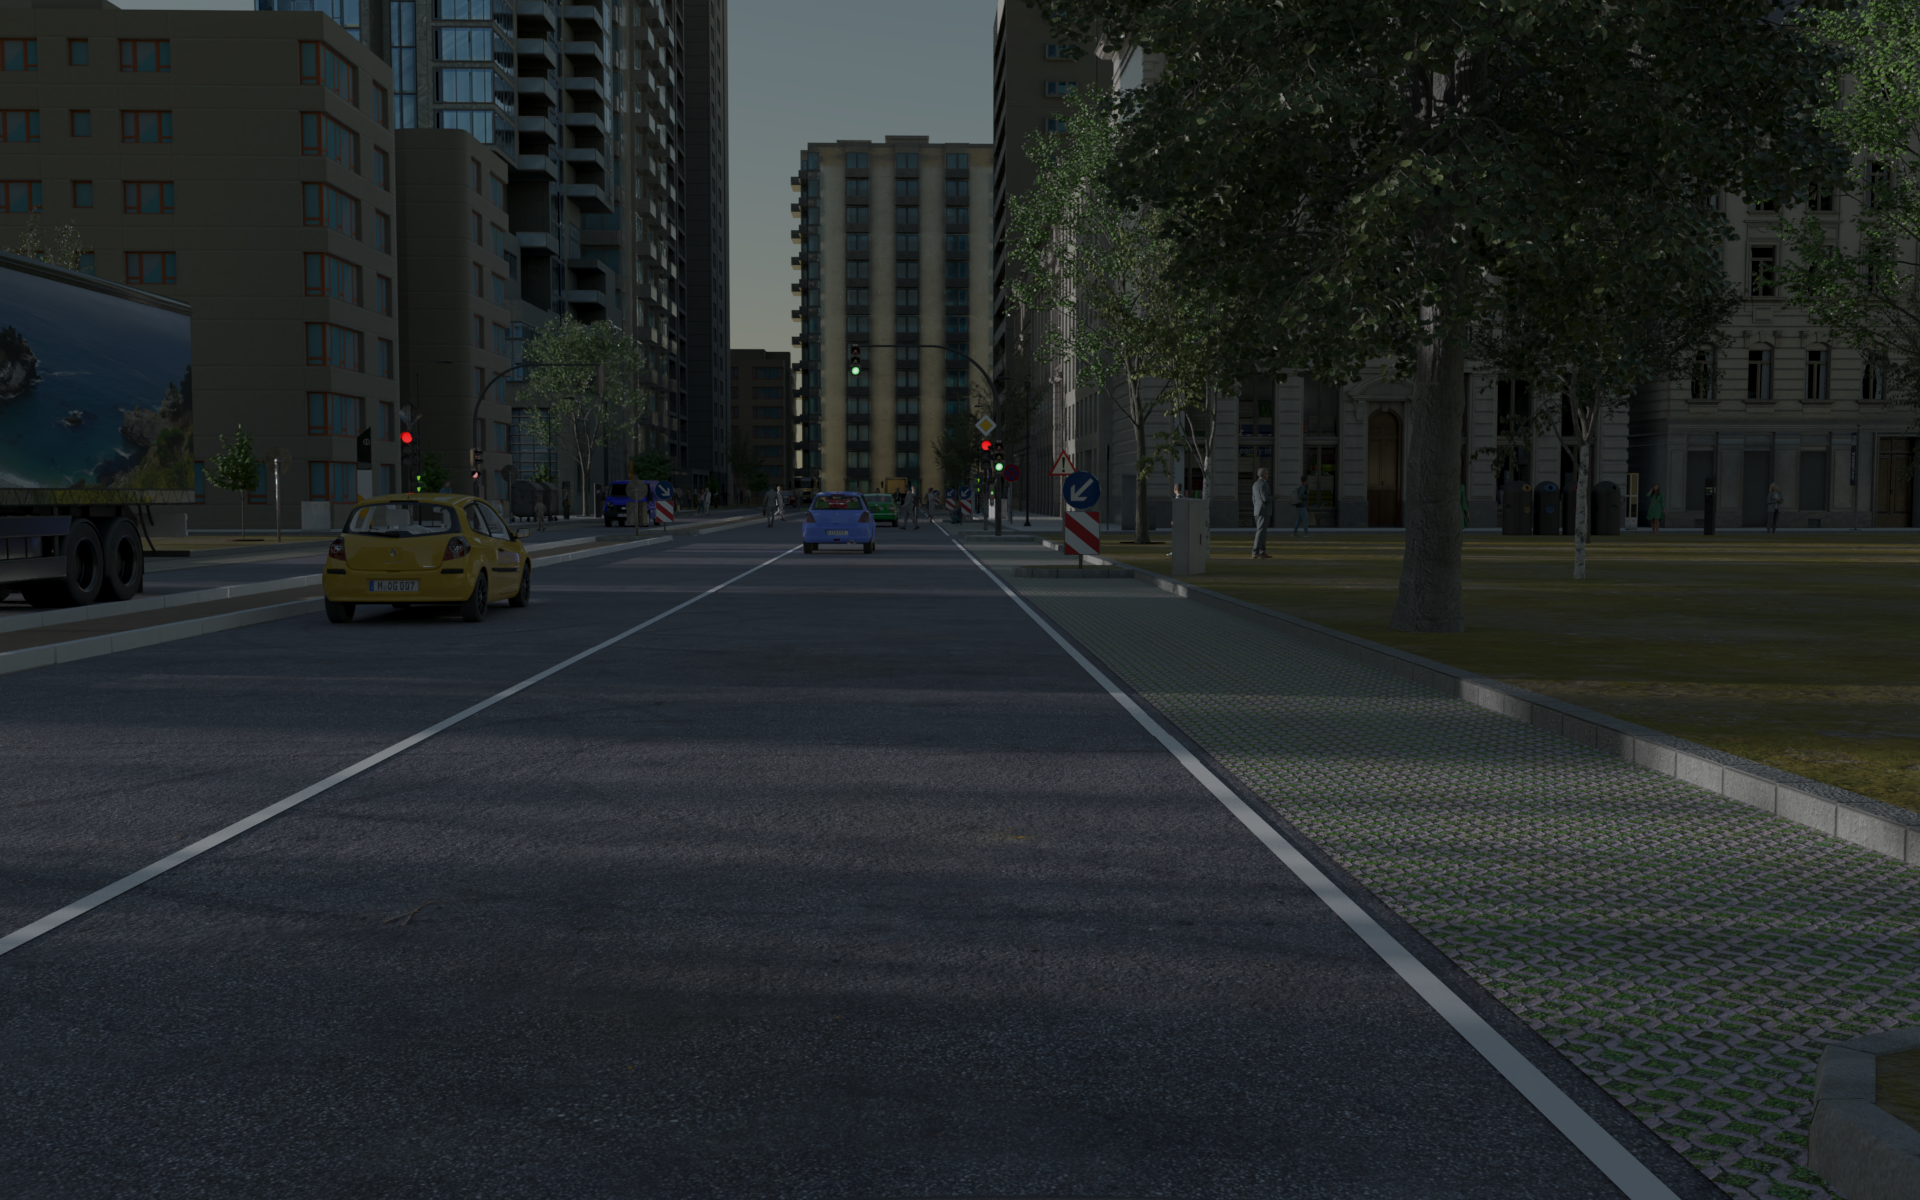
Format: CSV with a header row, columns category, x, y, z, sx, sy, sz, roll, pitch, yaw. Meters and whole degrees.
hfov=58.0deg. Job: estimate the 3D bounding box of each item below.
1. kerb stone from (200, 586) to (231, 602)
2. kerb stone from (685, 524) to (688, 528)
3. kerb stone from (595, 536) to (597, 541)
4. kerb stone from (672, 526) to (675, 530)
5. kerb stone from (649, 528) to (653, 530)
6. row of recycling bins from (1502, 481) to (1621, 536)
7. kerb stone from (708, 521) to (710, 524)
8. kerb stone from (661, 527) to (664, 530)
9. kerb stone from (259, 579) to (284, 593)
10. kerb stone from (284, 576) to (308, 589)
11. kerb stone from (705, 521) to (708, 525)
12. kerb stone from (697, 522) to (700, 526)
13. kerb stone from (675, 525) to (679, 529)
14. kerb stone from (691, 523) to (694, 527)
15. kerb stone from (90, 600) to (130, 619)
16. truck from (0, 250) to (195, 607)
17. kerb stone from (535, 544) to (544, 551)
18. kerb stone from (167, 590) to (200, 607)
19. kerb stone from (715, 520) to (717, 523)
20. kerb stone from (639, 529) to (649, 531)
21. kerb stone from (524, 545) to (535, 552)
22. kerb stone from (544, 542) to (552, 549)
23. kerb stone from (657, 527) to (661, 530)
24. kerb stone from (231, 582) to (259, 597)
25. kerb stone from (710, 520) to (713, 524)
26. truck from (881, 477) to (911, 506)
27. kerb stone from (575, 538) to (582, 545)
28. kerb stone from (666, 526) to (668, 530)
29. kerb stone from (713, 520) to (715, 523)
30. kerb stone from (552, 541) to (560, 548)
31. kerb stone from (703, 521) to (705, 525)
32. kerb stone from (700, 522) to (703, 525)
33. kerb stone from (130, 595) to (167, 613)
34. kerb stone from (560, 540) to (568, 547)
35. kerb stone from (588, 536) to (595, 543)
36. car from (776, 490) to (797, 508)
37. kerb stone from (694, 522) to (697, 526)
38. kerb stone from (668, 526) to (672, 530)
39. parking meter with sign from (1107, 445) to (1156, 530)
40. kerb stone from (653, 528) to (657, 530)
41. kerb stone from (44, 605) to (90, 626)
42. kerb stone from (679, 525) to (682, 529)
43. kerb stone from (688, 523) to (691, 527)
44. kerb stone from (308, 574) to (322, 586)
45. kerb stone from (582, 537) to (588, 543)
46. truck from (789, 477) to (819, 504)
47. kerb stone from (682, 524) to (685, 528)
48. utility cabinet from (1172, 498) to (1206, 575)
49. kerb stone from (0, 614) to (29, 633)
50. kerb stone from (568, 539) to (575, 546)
category,x,y,z,sx,sy,sz,roll,pitch,yaw
kerb stone,-10.073,-0.063,23.225,0.120,0.150,1.000,0,4,-2
kerb stone,-11.677,-3.106,72.980,0.120,0.150,1.000,0,4,-2
kerb stone,-10.997,-1.817,51.910,0.120,0.150,1.000,0,4,-2
kerb stone,-11.544,-2.855,68.876,0.120,0.150,1.000,0,4,-2
kerb stone,-11.349,-2.475,62.731,0.120,0.150,1.000,0,4,-2
row of recycling bins,18.723,-2.867,53.991,3.534,1.692,1.069,0,4,3
kerb stone,-11.947,-3.608,81.187,0.120,0.150,1.000,0,4,-2
kerb stone,-11.443,-2.667,65.806,0.120,0.150,1.000,0,4,-2
kerb stone,-10.141,-0.186,25.276,0.120,0.150,1.000,0,4,-2
kerb stone,-10.174,-0.251,26.297,0.120,0.150,1.000,0,4,-2
kerb stone,-11.908,-3.546,80.166,0.120,0.150,1.000,0,4,-2
kerb stone,-11.812,-3.357,77.078,0.120,0.150,1.000,0,4,-2
kerb stone,-11.581,-2.918,69.900,0.120,0.150,1.000,0,4,-2
kerb stone,-11.740,-3.231,75.026,0.120,0.150,1.000,0,4,-2
kerb stone,-9.969,0.125,20.154,0.120,0.150,1.000,0,4,-2
truck,-12.133,-1.887,19.770,2.839,4.237,11.283,0,4,-3
kerb stone,-10.726,-1.317,43.725,0.120,0.150,1.000,0,4,-2
kerb stone,-10.037,0.000,22.202,0.120,0.150,1.000,0,4,-2
kerb stone,-12.040,-3.796,84.257,0.120,0.150,1.000,0,4,-2
kerb stone,-11.308,-2.416,61.696,0.120,0.150,1.000,0,4,-2
kerb stone,-10.695,-1.254,42.692,0.120,0.150,1.000,0,4,-2
kerb stone,-10.764,-1.376,44.751,0.120,0.150,1.000,0,4,-2
kerb stone,-11.412,-2.605,64.784,0.120,0.150,1.000,0,4,-2
kerb stone,-10.103,-0.126,24.251,0.120,0.150,1.000,0,4,-2
kerb stone,-11.981,-3.671,82.209,0.120,0.150,1.000,0,4,-2
truck,-7.273,-12.300,197.020,3.469,3.379,9.791,0,4,-2
kerb stone,-10.892,-1.630,48.843,0.120,0.150,1.000,0,4,-2
kerb stone,-11.479,-2.725,66.829,0.120,0.150,1.000,0,4,-2
kerb stone,-12.007,-3.733,83.236,0.120,0.150,1.000,0,4,-2
kerb stone,-10.800,-1.442,45.778,0.120,0.150,1.000,0,4,-2
kerb stone,-11.867,-3.483,79.136,0.120,0.150,1.000,0,4,-2
kerb stone,-11.834,-3.420,78.114,0.120,0.150,1.000,0,4,-2
kerb stone,-10.006,0.066,21.181,0.120,0.150,1.000,0,4,-2
kerb stone,-10.830,-1.500,46.800,0.120,0.150,1.000,0,4,-2
kerb stone,-10.961,-1.755,50.887,0.120,0.150,1.000,0,4,-2
car,-18.254,-10.626,182.402,2.281,1.827,5.304,0,4,-3
kerb stone,-11.776,-3.293,76.057,0.120,0.150,1.000,0,4,-2
kerb stone,-11.513,-2.790,67.855,0.120,0.150,1.000,0,4,-2
parking meter with sign,6.047,-3.967,61.123,1.738,3.016,0.543,0,4,3
kerb stone,-11.374,-2.542,63.755,0.120,0.150,1.000,0,4,-2
kerb stone,-9.941,0.189,19.132,0.120,0.150,1.000,0,4,-2
kerb stone,-11.611,-2.978,70.922,0.120,0.150,1.000,0,4,-2
kerb stone,-11.706,-3.169,74.004,0.120,0.150,1.000,0,4,-2
kerb stone,-10.208,-0.313,27.319,0.120,0.150,1.000,0,4,-2
kerb stone,-10.930,-1.692,49.865,0.120,0.150,1.000,0,4,-2
truck,-17.866,-12.509,200.449,3.469,3.379,9.791,0,4,-3
kerb stone,-11.642,-3.043,71.954,0.120,0.150,1.000,0,4,-2
utility cabinet,3.692,-1.023,27.883,0.306,1.237,1.020,1,4,23
kerb stone,-9.909,0.250,18.107,0.120,0.150,1.000,0,4,-2
kerb stone,-10.862,-1.567,47.821,0.120,0.150,1.000,0,4,-2
